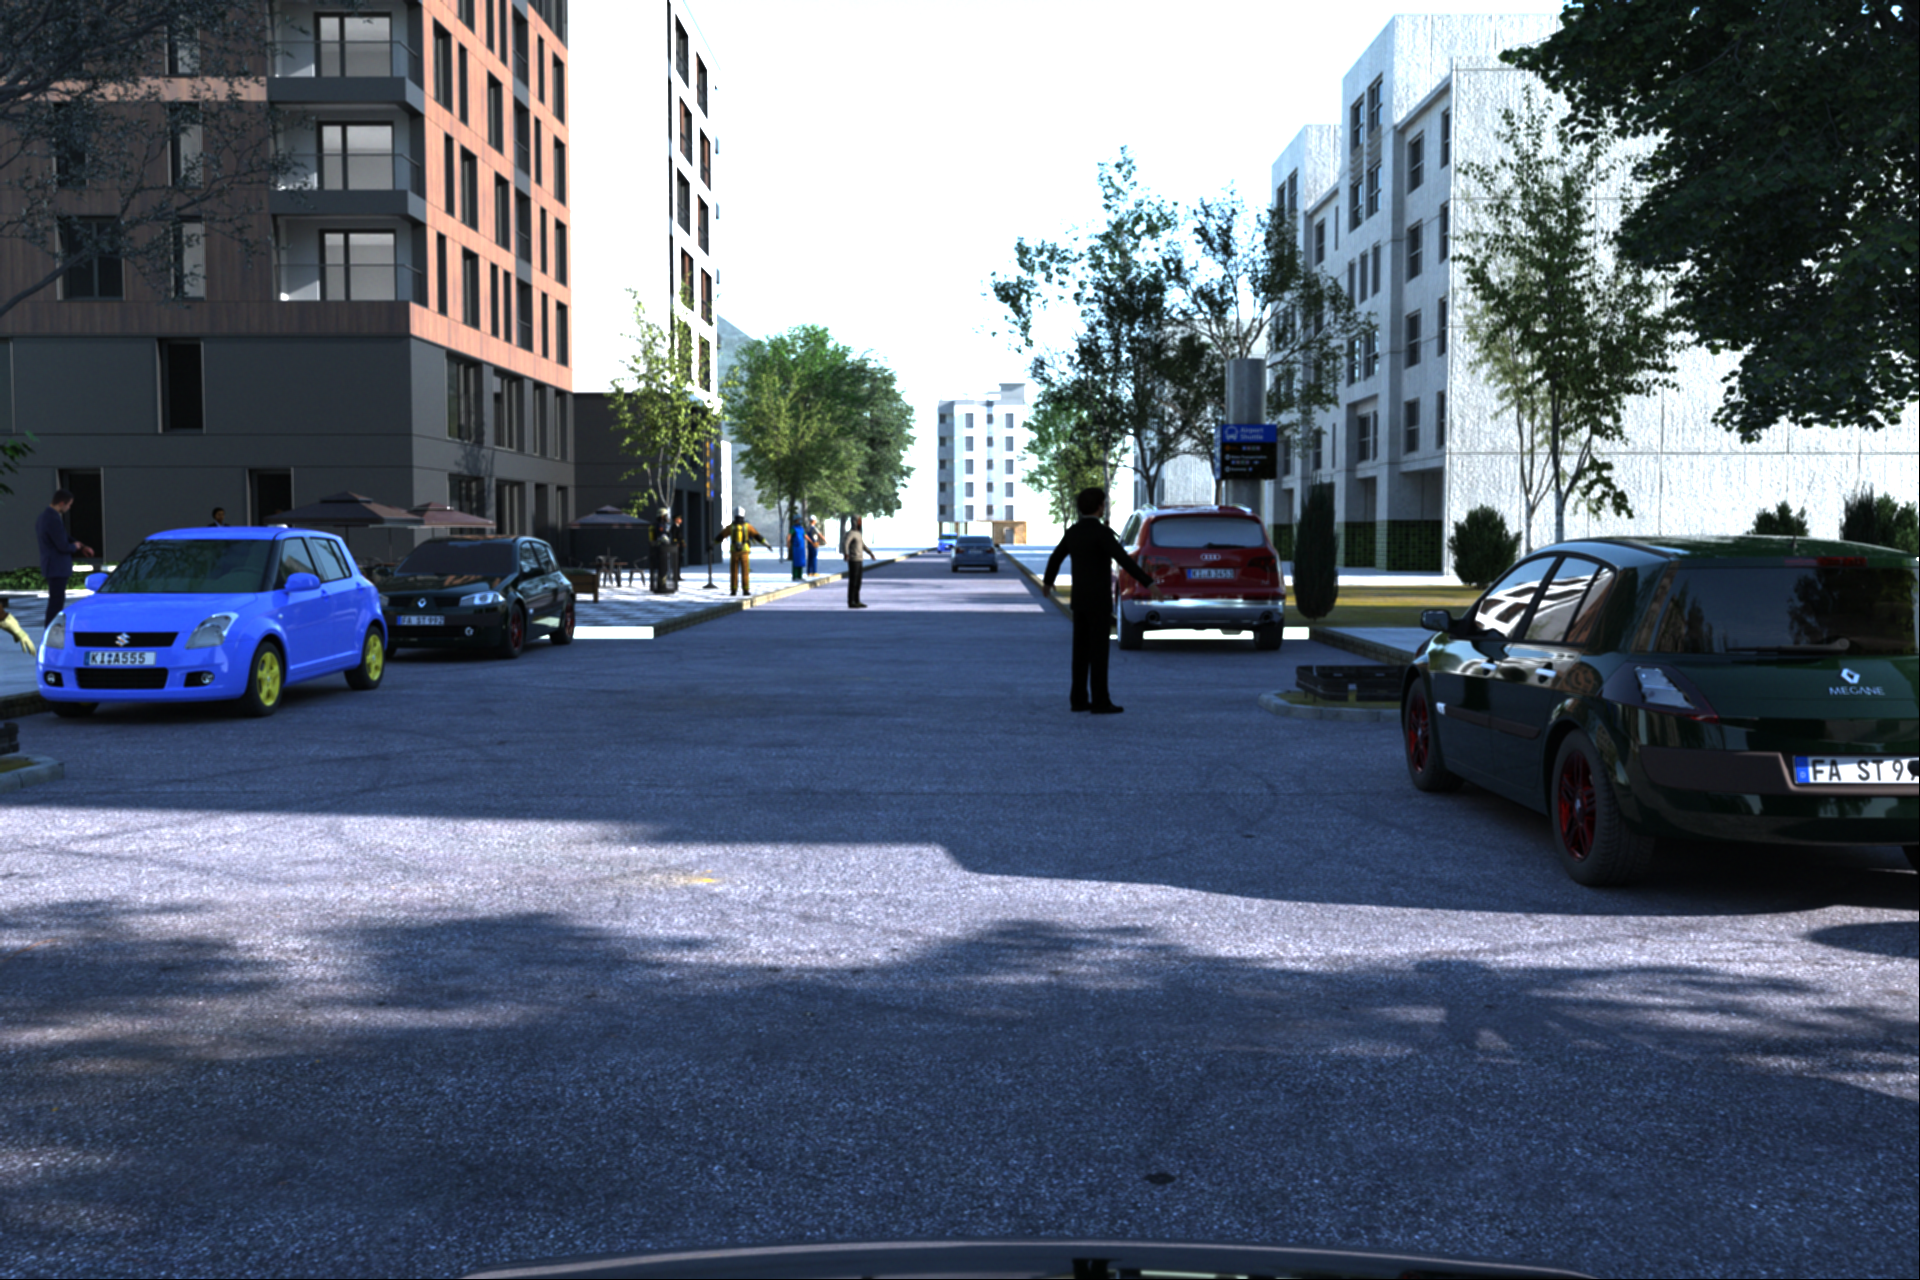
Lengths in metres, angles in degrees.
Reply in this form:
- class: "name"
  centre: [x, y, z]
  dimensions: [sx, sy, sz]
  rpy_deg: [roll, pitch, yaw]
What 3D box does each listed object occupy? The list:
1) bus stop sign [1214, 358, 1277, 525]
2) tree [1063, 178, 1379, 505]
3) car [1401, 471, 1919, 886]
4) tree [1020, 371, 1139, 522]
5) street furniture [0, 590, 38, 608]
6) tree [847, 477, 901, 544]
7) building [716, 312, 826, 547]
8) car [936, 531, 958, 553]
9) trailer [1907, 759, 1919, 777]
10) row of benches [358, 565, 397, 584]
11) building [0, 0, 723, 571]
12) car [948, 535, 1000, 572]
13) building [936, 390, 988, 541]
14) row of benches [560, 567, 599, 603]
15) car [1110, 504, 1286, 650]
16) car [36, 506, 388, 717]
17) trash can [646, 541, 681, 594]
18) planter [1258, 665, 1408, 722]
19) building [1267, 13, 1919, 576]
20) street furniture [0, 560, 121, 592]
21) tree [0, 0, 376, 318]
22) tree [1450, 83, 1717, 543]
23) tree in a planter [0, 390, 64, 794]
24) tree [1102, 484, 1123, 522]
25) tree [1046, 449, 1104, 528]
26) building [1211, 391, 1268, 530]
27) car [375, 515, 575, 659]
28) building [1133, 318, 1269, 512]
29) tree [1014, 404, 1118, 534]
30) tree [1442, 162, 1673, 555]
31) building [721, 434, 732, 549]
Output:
- class: "bus stop sign"
  centre: [4.322, -2.279, 26.278]
  dimensions: [0.837, 3.901, 0.837]
  rpy_deg: [0, 4, 2]
- class: "tree"
  centre: [6.797, -6.851, 46.419]
  dimensions: [8.767, 10.594, 7.601]
  rpy_deg: [1, 4, 11]
- class: "car"
  centre: [3.379, 0.083, 8.426]
  dimensions: [2.009, 1.686, 4.222]
  rpy_deg: [0, 4, 1]
- class: "tree"
  centre: [7.534, -11.206, 108.975]
  dimensions: [9.928, 11.665, 9.643]
  rpy_deg: [0, 3, 0]
- class: "street furniture"
  centre: [-19.390, -1.310, 28.280]
  dimensions: [9.812, 1.723, 11.010]
  rpy_deg: [1, 4, 22]
- class: "tree"
  centre: [-10.544, -17.223, 216.005]
  dimensions: [7.601, 10.594, 8.767]
  rpy_deg: [0, 4, -8]
- class: "building"
  centre: [-24.068, -21.291, 179.033]
  dimensions: [19.493, 23.208, 18.063]
  rpy_deg: [0, 4, 1]
- class: "car"
  centre: [-0.813, -7.366, 130.019]
  dimensions: [1.945, 1.707, 3.694]
  rpy_deg: [0, 4, 1]
- class: "trailer"
  centre: [3.084, 0.212, 3.579]
  dimensions: [1.471, 1.999, 3.904]
  rpy_deg: [0, 3, 0]
- class: "row of benches"
  centre: [-11.989, -1.142, 34.132]
  dimensions: [4.104, 0.672, 1.422]
  rpy_deg: [3, 4, 36]
- class: "building"
  centre: [-24.536, -13.234, 60.347]
  dimensions: [27.936, 21.610, 32.646]
  rpy_deg: [0, 4, 0]
- class: "car"
  centre: [0.546, -3.318, 66.244]
  dimensions: [2.014, 1.417, 4.499]
  rpy_deg: [0, 4, 0]
- class: "building"
  centre: [-2.719, -22.093, 220.104]
  dimensions: [11.380, 20.090, 16.016]
  rpy_deg: [0, 4, 3]
- class: "row of benches"
  centre: [-8.113, -1.105, 33.525]
  dimensions: [1.422, 0.672, 4.104]
  rpy_deg: [-3, 4, -37]
- class: "car"
  centre: [2.991, -0.876, 22.993]
  dimensions: [2.281, 1.827, 5.304]
  rpy_deg: [0, 4, 1]
- class: "car"
  centre: [-6.237, -0.312, 14.689]
  dimensions: [1.945, 1.707, 3.694]
  rpy_deg: [0, 4, 1]
- class: "trash can"
  centre: [-6.365, -1.564, 37.221]
  dimensions: [0.748, 1.137, 0.748]
  rpy_deg: [0, 3, 0]
- class: "planter"
  centre: [3.497, 0.427, 14.165]
  dimensions: [1.991, 0.319, 1.994]
  rpy_deg: [0, 4, 0]
- class: "building"
  centre: [23.166, -12.306, 67.661]
  dimensions: [16.747, 18.905, 31.486]
  rpy_deg: [0, 4, 0]
- class: "street furniture"
  centre: [-24.039, -1.492, 40.026]
  dimensions: [10.072, 0.657, 5.734]
  rpy_deg: [0, 4, -8]
- class: "tree"
  centre: [-11.433, -6.595, 18.199]
  dimensions: [12.009, 13.543, 11.850]
  rpy_deg: [0, 3, 0]
- class: "tree"
  centre: [10.204, -4.787, 28.628]
  dimensions: [4.737, 8.622, 4.395]
  rpy_deg: [0, 3, 0]
- class: "tree in a planter"
  centre: [-6.271, -0.759, 9.625]
  dimensions: [1.991, 3.239, 1.994]
  rpy_deg: [0, 4, 1]
- class: "tree"
  centre: [18.029, -16.134, 214.159]
  dimensions: [4.737, 8.622, 4.395]
  rpy_deg: [0, 3, 0]
- class: "tree"
  centre: [14.741, -18.491, 220.447]
  dimensions: [7.486, 12.596, 7.792]
  rpy_deg: [0, 3, 0]
- class: "building"
  centre: [21.058, -9.757, 101.681]
  dimensions: [9.099, 9.664, 28.070]
  rpy_deg: [0, 4, 1]
- class: "car"
  centre: [-5.923, -0.693, 21.123]
  dimensions: [2.009, 1.686, 4.222]
  rpy_deg: [0, 4, 1]
- class: "building"
  centre: [24.666, -17.356, 150.236]
  dimensions: [16.747, 18.905, 31.486]
  rpy_deg: [0, 4, 1]
- class: "tree"
  centre: [7.737, -12.188, 125.028]
  dimensions: [9.928, 11.665, 9.643]
  rpy_deg: [0, 3, 0]
- class: "tree"
  centre: [11.397, -5.172, 34.921]
  dimensions: [4.360, 8.622, 3.978]
  rpy_deg: [0, 3, 0]
- class: "building"
  centre: [-24.165, -12.666, 149.236]
  dimensions: [9.099, 9.664, 28.070]
  rpy_deg: [0, 4, 1]
